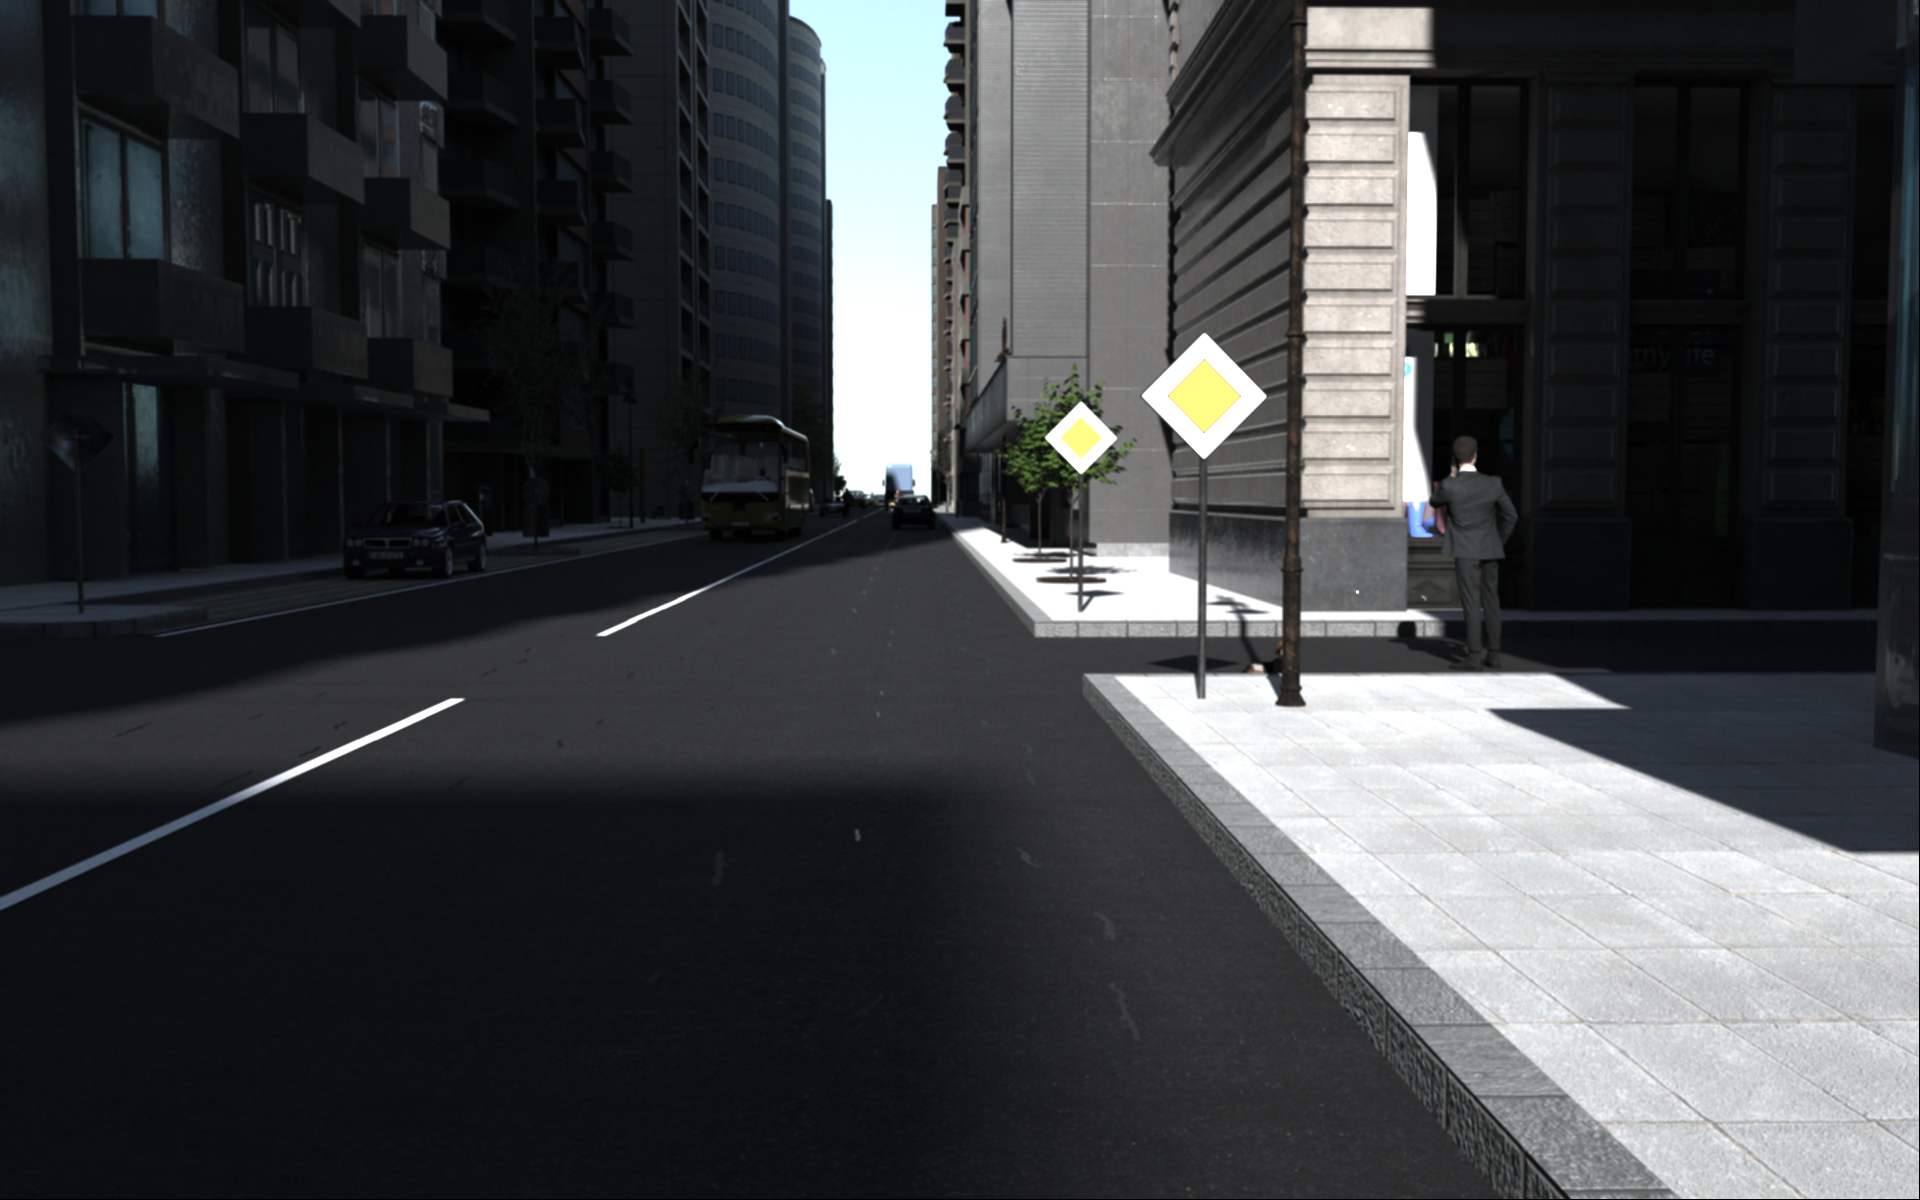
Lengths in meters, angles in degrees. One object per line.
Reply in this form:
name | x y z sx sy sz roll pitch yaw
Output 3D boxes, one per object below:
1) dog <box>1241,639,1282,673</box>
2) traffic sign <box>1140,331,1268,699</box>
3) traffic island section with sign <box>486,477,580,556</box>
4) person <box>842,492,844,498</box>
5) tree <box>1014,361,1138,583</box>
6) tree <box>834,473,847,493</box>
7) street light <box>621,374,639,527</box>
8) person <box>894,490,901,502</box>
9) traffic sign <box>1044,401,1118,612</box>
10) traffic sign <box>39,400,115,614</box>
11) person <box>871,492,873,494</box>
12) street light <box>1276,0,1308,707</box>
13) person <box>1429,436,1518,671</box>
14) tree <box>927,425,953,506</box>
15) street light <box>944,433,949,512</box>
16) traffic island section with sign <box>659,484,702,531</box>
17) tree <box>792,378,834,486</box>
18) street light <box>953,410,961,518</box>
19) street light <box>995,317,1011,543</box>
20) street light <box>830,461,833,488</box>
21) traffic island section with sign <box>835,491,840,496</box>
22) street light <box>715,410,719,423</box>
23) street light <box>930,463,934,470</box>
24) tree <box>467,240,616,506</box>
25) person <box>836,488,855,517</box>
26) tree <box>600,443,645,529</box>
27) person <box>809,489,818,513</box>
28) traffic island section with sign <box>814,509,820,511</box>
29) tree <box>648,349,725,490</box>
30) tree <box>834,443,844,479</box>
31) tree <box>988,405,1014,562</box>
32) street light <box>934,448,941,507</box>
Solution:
dog | 2.295 0.436 13.069 0.748 0.427 0.550 1 4 14
traffic sign | 1.512 -0.438 10.805 0.795 2.450 0.064 0 4 -1
traffic island section with sign | -10.016 -1.958 40.649 1.989 1.847 2.006 0 4 -1
person | -13.265 -11.488 197.253 0.530 1.710 0.541 2 4 31
tree | 1.763 -1.876 25.267 1.663 3.219 1.824 0 3 0
tree | -17.896 -16.347 250.985 4.285 4.588 4.351 0 3 0
street light | -12.746 -5.763 67.006 0.468 5.910 1.993 0 4 -1
person | -4.750 -7.606 133.389 0.617 1.759 0.750 -1 4 -18
traffic sign | 1.308 -0.926 18.788 0.795 2.450 0.064 0 4 -1
traffic sign | -9.434 -0.911 18.534 0.795 2.450 0.064 0 4 -1
person | -10.792 -12.586 214.994 0.721 1.735 1.217 -3 4 -36
street light | 2.010 -2.297 10.350 0.468 5.910 1.993 0 4 -1
person | 4.176 -0.386 14.174 0.648 1.900 0.474 -1 4 -16
tree | -1.347 -14.085 180.655 4.360 8.622 3.978 0 3 0
street light | -0.907 -9.095 121.487 0.468 5.910 1.993 0 4 -1
traffic island section with sign | -10.732 -3.638 68.115 1.989 1.847 2.006 0 4 -1
tree | -16.250 -15.399 169.904 7.486 12.596 7.792 0 3 0
street light | -0.149 -7.385 93.534 0.468 5.910 1.993 0 4 -1
street light | 1.160 -4.443 45.436 0.468 5.910 1.993 0 4 -1
street light | -16.834 -15.572 227.387 0.468 5.910 1.993 0 4 -1
traffic island section with sign | -14.116 -11.741 200.589 1.989 1.847 2.006 0 4 -1
street light | -13.395 -7.507 95.529 0.468 5.910 1.993 0 4 -1
street light | -2.990 -14.120 203.647 0.468 5.910 1.993 0 4 -1
tree | -12.482 -6.177 51.356 4.360 8.622 3.978 0 3 0
person | -6.996 -6.007 106.810 1.348 1.812 0.705 2 4 27
tree | -12.612 -4.302 64.939 1.663 3.219 1.824 0 3 0
person | -11.327 -7.436 130.077 1.348 1.824 0.705 0 4 4
traffic island section with sign | -12.690 -8.344 145.055 1.989 1.847 2.006 0 4 -1
tree | -13.999 -8.450 88.527 4.737 8.622 4.395 0 3 0
tree | -18.164 -18.018 244.962 4.360 8.622 3.978 0 3 0
tree | 1.567 -2.326 32.625 1.663 3.219 1.824 0 3 0
street light | -2.080 -12.060 169.967 0.468 5.910 1.993 0 4 -1
